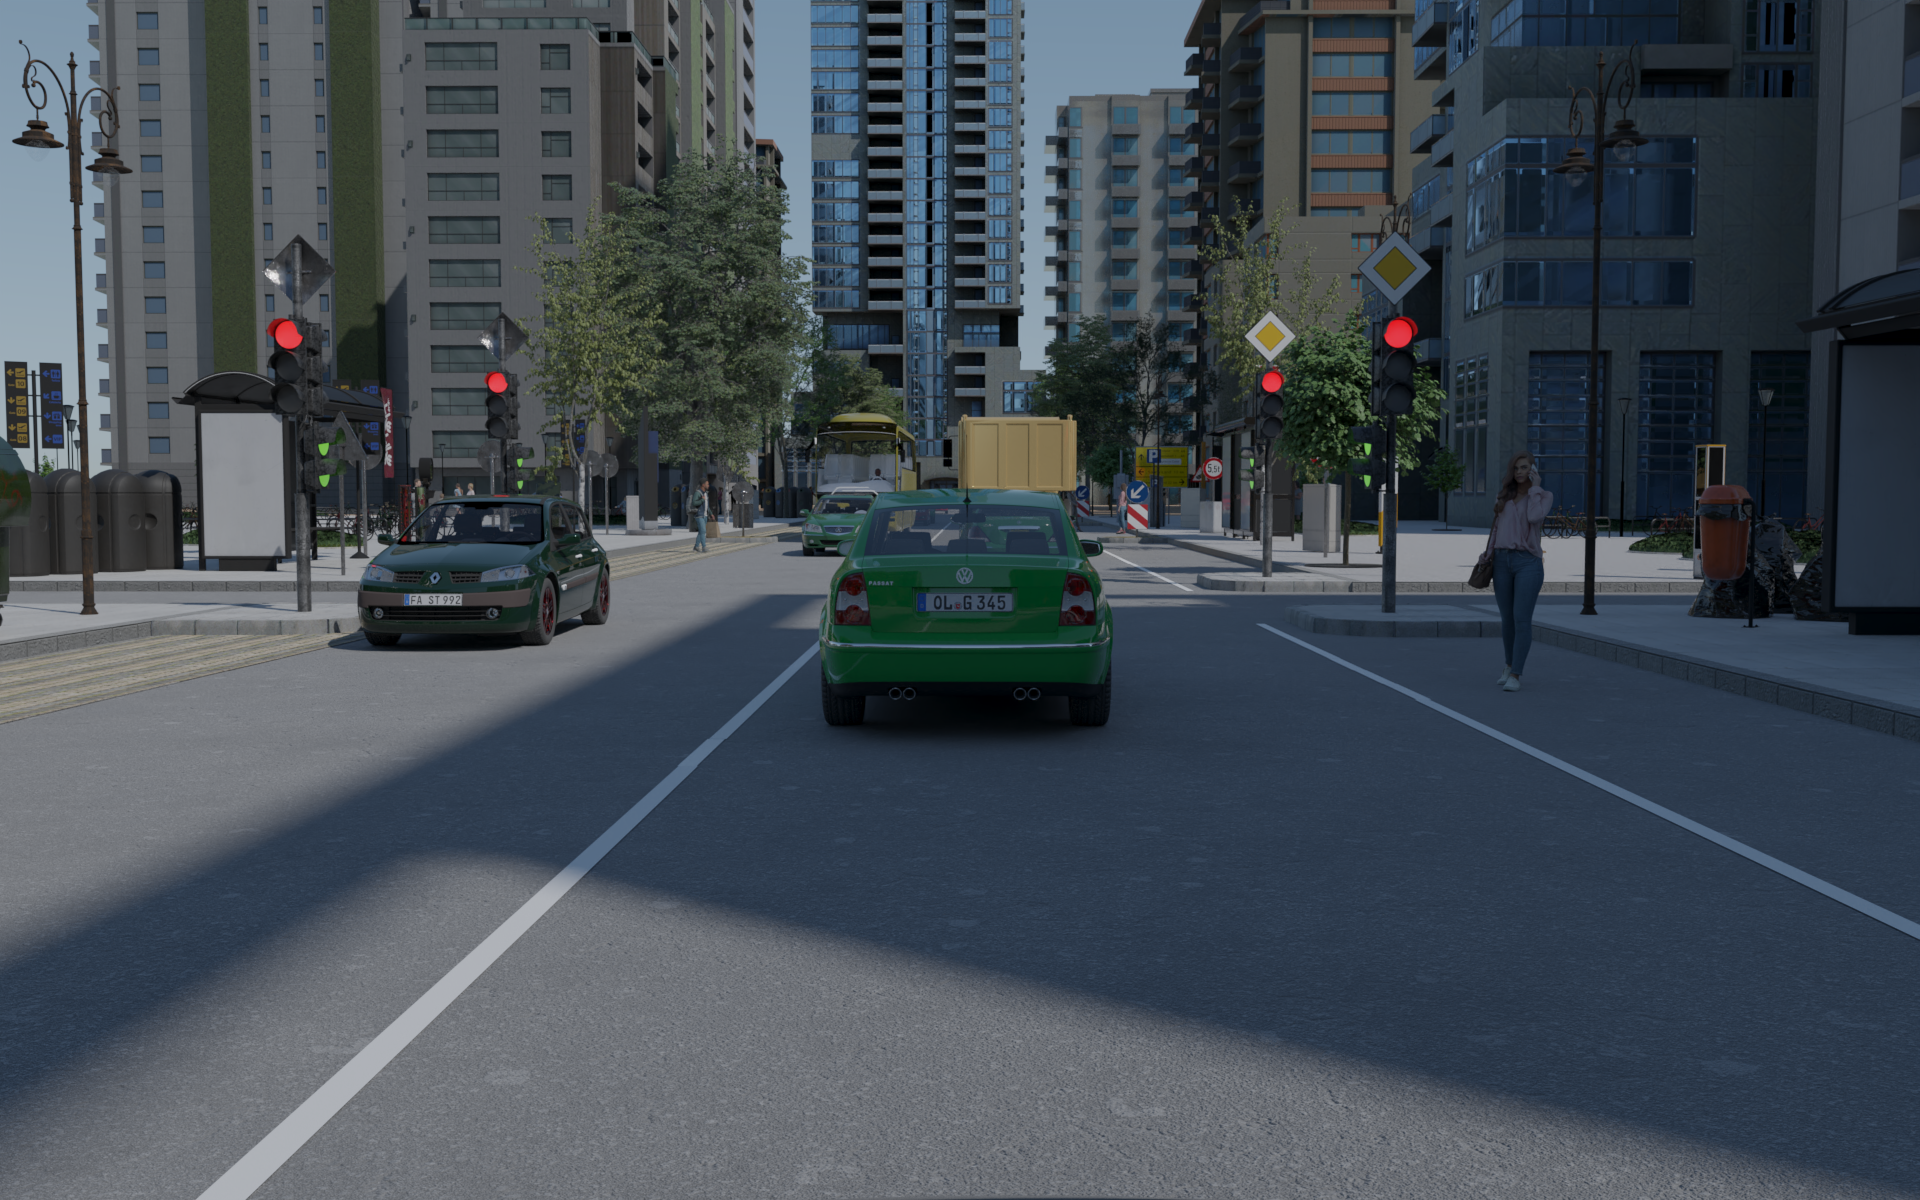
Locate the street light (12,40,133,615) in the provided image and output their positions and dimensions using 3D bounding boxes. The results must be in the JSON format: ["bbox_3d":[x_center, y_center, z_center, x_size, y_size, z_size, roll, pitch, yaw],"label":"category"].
[{"bbox_3d":[-9.279,-2.782,18.275,0.468,5.910,1.993,0,4,1],"label":"street light"}]

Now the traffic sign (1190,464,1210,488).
[{"bbox_3d":[10.553,-4.655,76.107,0.884,2.594,0.081,1,4,10],"label":"traffic sign"}]

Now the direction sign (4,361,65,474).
[{"bbox_3d":[-15.874,-2.310,29.771,0.876,3.537,0.379,-2,4,-35],"label":"direction sign"}]

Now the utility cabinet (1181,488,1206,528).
[{"bbox_3d":[8.813,-3.468,65.376,0.318,1.500,1.173,-2,4,-30],"label":"utility cabinet"}]

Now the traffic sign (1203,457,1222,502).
[{"bbox_3d":[8.820,-3.679,60.254,0.768,2.556,0.104,0,4,6],"label":"traffic sign"}]

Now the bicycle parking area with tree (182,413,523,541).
[{"bbox_3d":[-18.920,-3.901,50.787,9.016,4.147,8.231,2,4,24],"label":"bicycle parking area with tree"}]

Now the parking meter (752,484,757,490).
[{"bbox_3d":[-11.892,-5.751,99.735,0.399,1.863,0.255,-3,5,-41],"label":"parking meter"}]

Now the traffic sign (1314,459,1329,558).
[{"bbox_3d":[7.382,-2.128,34.900,0.768,2.556,0.104,0,4,4],"label":"traffic sign"}]

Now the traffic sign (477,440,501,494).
[{"bbox_3d":[-11.009,-2.489,40.805,0.768,2.556,0.104,0,4,6],"label":"traffic sign"}]

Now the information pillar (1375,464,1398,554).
[{"bbox_3d":[9.166,-2.796,37.072,0.504,3.616,0.183,-2,4,-32],"label":"information pillar"}]

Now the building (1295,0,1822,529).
[{"bbox_3d":[29.027,-46.688,76.015,22.319,86.520,31.000,0,4,1],"label":"building"}]

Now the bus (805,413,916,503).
[{"bbox_3d":[-2.935,-3.955,56.204,2.896,3.916,12.252,0,4,1],"label":"bus"}]

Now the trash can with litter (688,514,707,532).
[{"bbox_3d":[-8.657,-2.852,58.010,1.055,1.170,0.624,3,4,37],"label":"trash can with litter"}]

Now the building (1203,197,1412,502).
[{"bbox_3d":[32.924,-16.965,122.414,27.650,21.520,28.899,0,4,1],"label":"building"}]

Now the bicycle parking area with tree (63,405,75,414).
[{"bbox_3d":[-31.207,-4.190,55.516,8.231,4.147,9.016,0,4,6],"label":"bicycle parking area with tree"}]

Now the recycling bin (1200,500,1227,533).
[{"bbox_3d":[8.425,-2.738,57.323,0.722,1.027,0.722,-2,4,-33],"label":"recycling bin"}]

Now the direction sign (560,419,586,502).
[{"bbox_3d":[-11.742,-3.708,52.627,0.876,3.537,0.379,1,4,22],"label":"direction sign"}]

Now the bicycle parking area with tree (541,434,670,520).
[{"bbox_3d":[-18.527,-5.974,84.673,9.016,4.147,8.231,3,4,37],"label":"bicycle parking area with tree"}]

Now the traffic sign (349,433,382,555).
[{"bbox_3d":[-12.441,-2.206,36.170,0.768,2.556,0.104,0,4,2],"label":"traffic sign"}]

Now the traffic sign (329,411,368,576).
[{"bbox_3d":[-9.719,-1.665,27.223,0.884,2.594,0.081,1,4,9],"label":"traffic sign"}]

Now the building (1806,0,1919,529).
[{"bbox_3d":[41.931,-30.872,46.759,28.212,58.520,21.231,0,4,1],"label":"building"}]

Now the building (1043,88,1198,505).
[{"bbox_3d":[25.244,-35.945,207.312,30.456,49.044,23.786,0,4,1],"label":"building"}]

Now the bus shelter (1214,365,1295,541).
[{"bbox_3d":[8.807,-4.496,51.139,2.179,5.291,8.768,0,4,1],"label":"bus shelter"}]

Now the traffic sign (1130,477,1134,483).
[{"bbox_3d":[10.040,-6.070,99.353,0.768,2.556,0.104,0,4,4],"label":"traffic sign"}]

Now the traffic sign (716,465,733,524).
[{"bbox_3d":[-10.233,-4.601,75.338,0.768,2.556,0.104,0,4,5],"label":"traffic sign"}]

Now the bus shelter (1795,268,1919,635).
[{"bbox_3d":[8.636,-1.178,13.189,2.014,3.302,5.546,0,4,1],"label":"bus shelter"}]

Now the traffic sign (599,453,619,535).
[{"bbox_3d":[-11.021,-3.298,54.033,0.768,2.556,0.104,1,4,9],"label":"traffic sign"}]

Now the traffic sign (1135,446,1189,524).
[{"bbox_3d":[8.555,-4.873,73.550,2.265,3.308,0.079,0,4,5],"label":"traffic sign"}]

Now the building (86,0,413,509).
[{"bbox_3d":[-61.242,-37.586,156.524,28.212,58.520,21.231,0,4,1],"label":"building"}]

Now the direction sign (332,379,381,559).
[{"bbox_3d":[-11.958,-2.592,34.382,0.876,3.537,0.379,-1,4,-14],"label":"direction sign"}]

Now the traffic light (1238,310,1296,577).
[{"bbox_3d":[4.724,-2.307,26.637,0.839,4.253,0.868,0,4,1],"label":"traffic light"}]

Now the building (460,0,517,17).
[{"bbox_3d":[-26.285,-26.885,123.157,14.154,41.232,14.086,0,4,1],"label":"building"}]

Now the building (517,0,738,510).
[{"bbox_3d":[-25.766,-27.761,137.484,14.154,41.232,14.086,0,4,1],"label":"building"}]

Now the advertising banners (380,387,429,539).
[{"bbox_3d":[-9.402,-2.028,29.340,0.090,3.025,2.074,0,4,3],"label":"advertising banners"}]

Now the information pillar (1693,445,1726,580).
[{"bbox_3d":[11.231,-1.314,25.969,0.304,2.012,0.304,-1,4,-9],"label":"information pillar"}]

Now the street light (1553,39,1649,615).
[{"bbox_3d":[6.696,-2.781,18.263,0.468,5.910,1.993,0,4,1],"label":"street light"}]

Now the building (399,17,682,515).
[{"bbox_3d":[-25.820,-20.636,109.105,14.160,30.474,14.107,0,4,1],"label":"building"}]

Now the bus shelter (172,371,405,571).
[{"bbox_3d":[-11.884,-2.280,31.199,2.014,3.302,5.546,0,4,1],"label":"bus shelter"}]

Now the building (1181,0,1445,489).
[{"bbox_3d":[31.064,-30.332,150.559,22.147,44.769,28.867,0,4,1],"label":"building"}]

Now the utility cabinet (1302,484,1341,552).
[{"bbox_3d":[8.000,-1.810,38.265,0.318,1.500,1.173,-1,4,-17],"label":"utility cabinet"}]

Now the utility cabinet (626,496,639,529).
[{"bbox_3d":[-10.990,-2.972,59.758,1.020,1.237,0.306,-1,4,-11],"label":"utility cabinet"}]

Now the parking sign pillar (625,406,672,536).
[{"bbox_3d":[-9.709,-4.000,53.868,1.447,3.967,1.447,-1,4,-18],"label":"parking sign pillar"}]

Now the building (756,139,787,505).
[{"bbox_3d":[-35.794,-33.798,207.217,28.867,44.769,22.147,0,4,1],"label":"building"}]

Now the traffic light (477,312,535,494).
[{"bbox_3d":[-7.036,-2.315,26.767,0.839,4.253,0.868,0,4,1],"label":"traffic light"}]

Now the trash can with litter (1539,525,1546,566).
[{"bbox_3d":[9.935,-1.162,30.388,0.624,1.170,1.055,2,4,27],"label":"trash can with litter"}]

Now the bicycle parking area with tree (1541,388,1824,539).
[{"bbox_3d":[20.958,-3.815,49.375,9.016,4.147,8.231,-1,4,-9],"label":"bicycle parking area with tree"}]

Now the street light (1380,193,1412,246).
[{"bbox_3d":[6.729,-3.313,26.952,0.468,5.910,1.993,0,4,1],"label":"street light"}]

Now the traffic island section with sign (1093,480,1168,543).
[{"bbox_3d":[5.083,-2.613,51.348,1.989,1.847,2.006,0,4,1],"label":"traffic island section with sign"}]

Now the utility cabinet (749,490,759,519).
[{"bbox_3d":[-10.526,-4.884,88.530,0.318,1.500,1.173,-1,4,-18],"label":"utility cabinet"}]

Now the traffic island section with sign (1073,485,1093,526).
[{"bbox_3d":[5.411,-4.285,78.680,1.989,1.847,2.006,0,4,1],"label":"traffic island section with sign"}]

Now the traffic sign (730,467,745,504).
[{"bbox_3d":[-10.493,-5.010,81.925,0.884,2.594,0.081,1,4,9],"label":"traffic sign"}]

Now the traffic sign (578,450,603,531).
[{"bbox_3d":[-10.716,-3.065,50.211,0.768,2.556,0.104,1,4,10],"label":"traffic sign"}]

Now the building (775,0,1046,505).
[{"bbox_3d":[-5.489,-54.638,205.994,31.000,86.520,22.319,0,4,1],"label":"building"}]

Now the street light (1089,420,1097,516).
[{"bbox_3d":[7.720,-7.823,100.699,0.468,5.910,1.993,0,4,1],"label":"street light"}]

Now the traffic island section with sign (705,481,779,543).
[{"bbox_3d":[-6.446,-2.622,51.500,1.989,1.847,2.006,0,4,1],"label":"traffic island section with sign"}]

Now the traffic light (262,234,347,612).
[{"bbox_3d":[-7.136,-1.826,18.783,0.839,4.253,0.868,0,4,1],"label":"traffic light"}]

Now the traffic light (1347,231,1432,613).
[{"bbox_3d":[4.625,-1.818,18.653,0.839,4.253,0.868,0,4,1],"label":"traffic light"}]

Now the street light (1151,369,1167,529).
[{"bbox_3d":[7.309,-5.568,63.824,0.468,5.910,1.993,0,4,1],"label":"street light"}]

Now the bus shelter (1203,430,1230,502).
[{"bbox_3d":[10.190,-4.440,63.879,1.731,3.624,6.357,0,4,1],"label":"bus shelter"}]

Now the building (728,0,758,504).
[{"bbox_3d":[-33.024,-37.600,156.764,28.212,58.520,21.231,0,4,1],"label":"building"}]
